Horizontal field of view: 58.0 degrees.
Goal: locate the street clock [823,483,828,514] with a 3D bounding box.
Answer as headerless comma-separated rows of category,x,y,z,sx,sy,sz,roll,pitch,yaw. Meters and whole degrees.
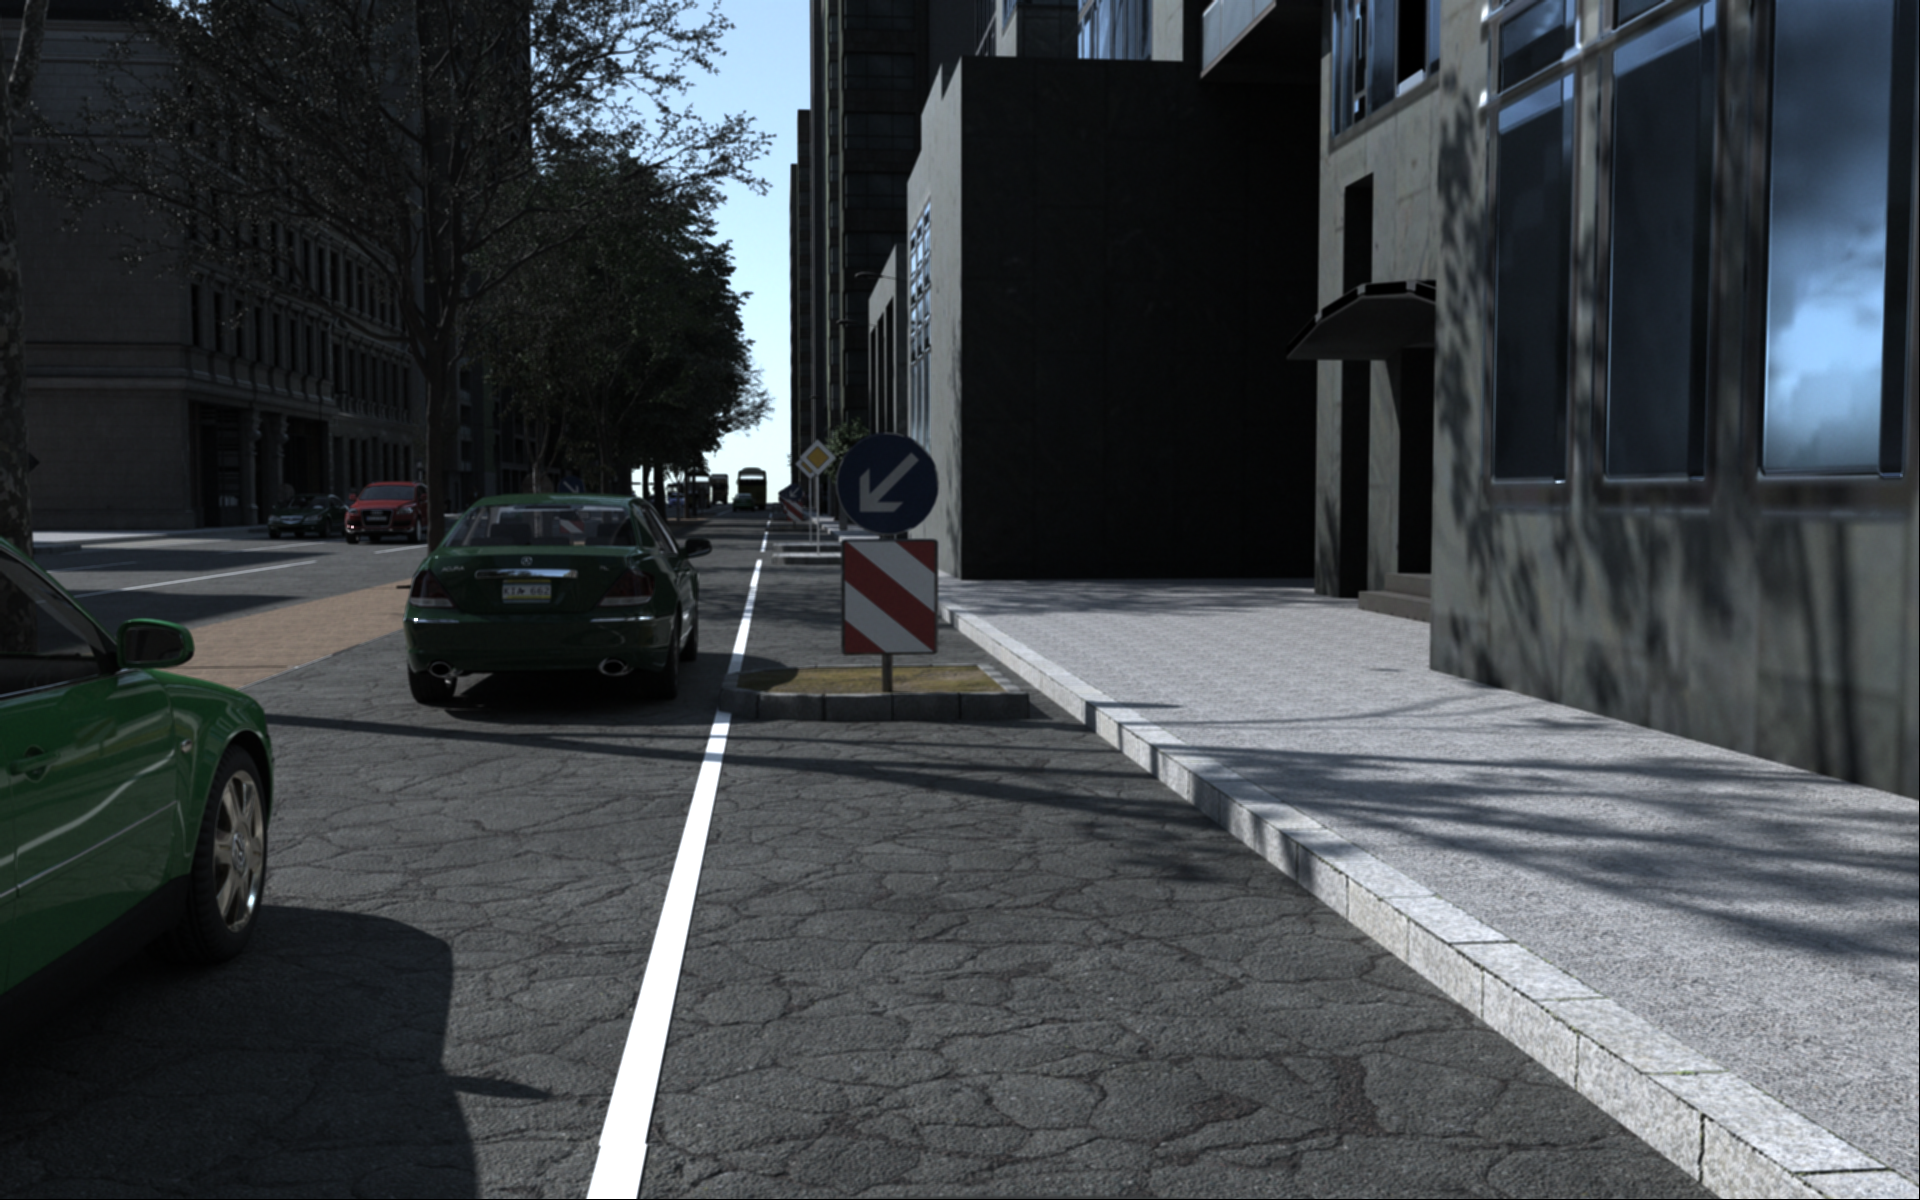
street clock,-8.625,-6.511,111.028,0.471,2.002,0.358,-1,4,-21

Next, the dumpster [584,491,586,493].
dumpster,-34.800,-9.250,156.190,1.985,2.255,1.502,0,4,-6

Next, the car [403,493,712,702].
car,-3.024,-0.101,13.446,2.131,1.459,4.920,0,4,-6

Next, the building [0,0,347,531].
building,-32.011,-12.895,61.746,10.553,20.767,40.483,0,4,-6

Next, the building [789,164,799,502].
building,-12.959,-37.840,242.383,21.300,48.544,21.600,0,4,-6

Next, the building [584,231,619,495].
building,-51.990,-33.417,229.958,14.154,41.232,14.086,0,4,-6

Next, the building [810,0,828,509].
building,-3.793,-38.186,166.338,21.231,58.520,28.212,0,4,-6

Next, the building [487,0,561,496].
building,-48.286,-44.133,159.822,20.563,71.187,20.611,0,4,-6

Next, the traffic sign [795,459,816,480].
traffic sign,-3.811,-2.578,44.346,0.795,2.593,0.064,0,4,-6

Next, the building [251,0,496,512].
building,-41.403,-26.848,122.553,14.154,41.232,14.086,0,4,-6

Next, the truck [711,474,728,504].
truck,-34.233,-15.718,245.902,2.839,4.237,11.283,0,4,-7

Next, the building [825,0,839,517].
building,-1.009,-25.671,103.318,14.154,41.232,14.086,0,4,-6

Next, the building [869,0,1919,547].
building,12.588,-45.401,54.974,31.000,86.520,22.319,0,4,-6

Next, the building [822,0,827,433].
building,2.738,-33.640,139.249,28.713,52.752,27.495,0,4,-6

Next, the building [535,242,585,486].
building,-46.734,-24.890,178.653,14.160,30.474,14.107,0,4,-6

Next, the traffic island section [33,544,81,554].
traffic island section,-22.923,-1.231,42.408,2.009,0.180,2.903,0,4,-6

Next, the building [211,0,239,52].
building,-46.213,-42.866,139.111,20.563,71.187,20.611,0,4,-6

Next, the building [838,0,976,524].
building,1.254,-18.961,81.706,14.160,30.474,14.107,0,4,-6

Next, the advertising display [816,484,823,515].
advertising display,-8.570,-6.165,106.016,0.123,1.923,0.974,1,4,14

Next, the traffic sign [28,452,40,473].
traffic sign,-22.900,-2.456,42.343,0.795,2.593,0.064,0,4,-6

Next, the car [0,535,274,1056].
car,-2.934,0.302,3.854,1.959,1.807,4.718,0,4,-6

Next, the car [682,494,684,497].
car,-35.594,-13.193,225.495,2.009,1.686,4.222,0,4,-7

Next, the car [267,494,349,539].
car,-21.460,-2.785,57.328,2.131,1.459,4.920,0,4,-5

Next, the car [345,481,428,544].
car,-16.865,-2.626,51.614,2.281,1.827,5.304,0,4,-8

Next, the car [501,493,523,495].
car,-19.611,-4.135,76.398,1.959,1.807,4.718,0,4,-7

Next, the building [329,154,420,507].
building,-36.471,-15.666,92.289,11.583,22.565,21.152,0,4,-6

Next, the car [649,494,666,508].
car,-30.252,-9.822,172.595,2.014,1.417,4.499,0,4,-8

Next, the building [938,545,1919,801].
building,11.644,-43.227,19.427,22.319,86.520,31.000,0,4,-6

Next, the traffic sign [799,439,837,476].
traffic sign,-2.966,-2.093,36.406,0.795,2.593,0.064,0,4,-6

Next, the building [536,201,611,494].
building,-59.372,-31.679,209.826,32.217,40.220,23.993,0,4,-6

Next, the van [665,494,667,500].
van,-40.769,-13.944,234.992,2.013,2.044,4.112,0,4,-6

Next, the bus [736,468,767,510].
bus,-19.299,-10.341,160.619,2.896,3.916,12.252,0,4,-7

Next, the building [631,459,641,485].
building,-58.268,-36.487,251.186,22.147,44.769,28.867,0,4,-6

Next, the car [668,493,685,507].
car,-31.215,-11.082,190.787,1.945,1.707,3.694,0,4,-7

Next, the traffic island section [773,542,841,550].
traffic island section,-3.788,-1.355,44.431,2.009,0.180,2.903,0,4,-6

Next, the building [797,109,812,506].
building,-10.548,-30.856,188.085,14.154,41.232,14.086,0,4,-6

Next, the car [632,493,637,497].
car,-25.065,-7.386,130.358,1.945,1.707,3.694,0,4,-4

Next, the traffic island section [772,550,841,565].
traffic island section,-2.944,-0.869,36.491,2.009,0.180,2.903,0,4,-6

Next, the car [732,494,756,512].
car,-17.809,-8.189,142.682,1.959,1.807,4.718,0,4,-7
